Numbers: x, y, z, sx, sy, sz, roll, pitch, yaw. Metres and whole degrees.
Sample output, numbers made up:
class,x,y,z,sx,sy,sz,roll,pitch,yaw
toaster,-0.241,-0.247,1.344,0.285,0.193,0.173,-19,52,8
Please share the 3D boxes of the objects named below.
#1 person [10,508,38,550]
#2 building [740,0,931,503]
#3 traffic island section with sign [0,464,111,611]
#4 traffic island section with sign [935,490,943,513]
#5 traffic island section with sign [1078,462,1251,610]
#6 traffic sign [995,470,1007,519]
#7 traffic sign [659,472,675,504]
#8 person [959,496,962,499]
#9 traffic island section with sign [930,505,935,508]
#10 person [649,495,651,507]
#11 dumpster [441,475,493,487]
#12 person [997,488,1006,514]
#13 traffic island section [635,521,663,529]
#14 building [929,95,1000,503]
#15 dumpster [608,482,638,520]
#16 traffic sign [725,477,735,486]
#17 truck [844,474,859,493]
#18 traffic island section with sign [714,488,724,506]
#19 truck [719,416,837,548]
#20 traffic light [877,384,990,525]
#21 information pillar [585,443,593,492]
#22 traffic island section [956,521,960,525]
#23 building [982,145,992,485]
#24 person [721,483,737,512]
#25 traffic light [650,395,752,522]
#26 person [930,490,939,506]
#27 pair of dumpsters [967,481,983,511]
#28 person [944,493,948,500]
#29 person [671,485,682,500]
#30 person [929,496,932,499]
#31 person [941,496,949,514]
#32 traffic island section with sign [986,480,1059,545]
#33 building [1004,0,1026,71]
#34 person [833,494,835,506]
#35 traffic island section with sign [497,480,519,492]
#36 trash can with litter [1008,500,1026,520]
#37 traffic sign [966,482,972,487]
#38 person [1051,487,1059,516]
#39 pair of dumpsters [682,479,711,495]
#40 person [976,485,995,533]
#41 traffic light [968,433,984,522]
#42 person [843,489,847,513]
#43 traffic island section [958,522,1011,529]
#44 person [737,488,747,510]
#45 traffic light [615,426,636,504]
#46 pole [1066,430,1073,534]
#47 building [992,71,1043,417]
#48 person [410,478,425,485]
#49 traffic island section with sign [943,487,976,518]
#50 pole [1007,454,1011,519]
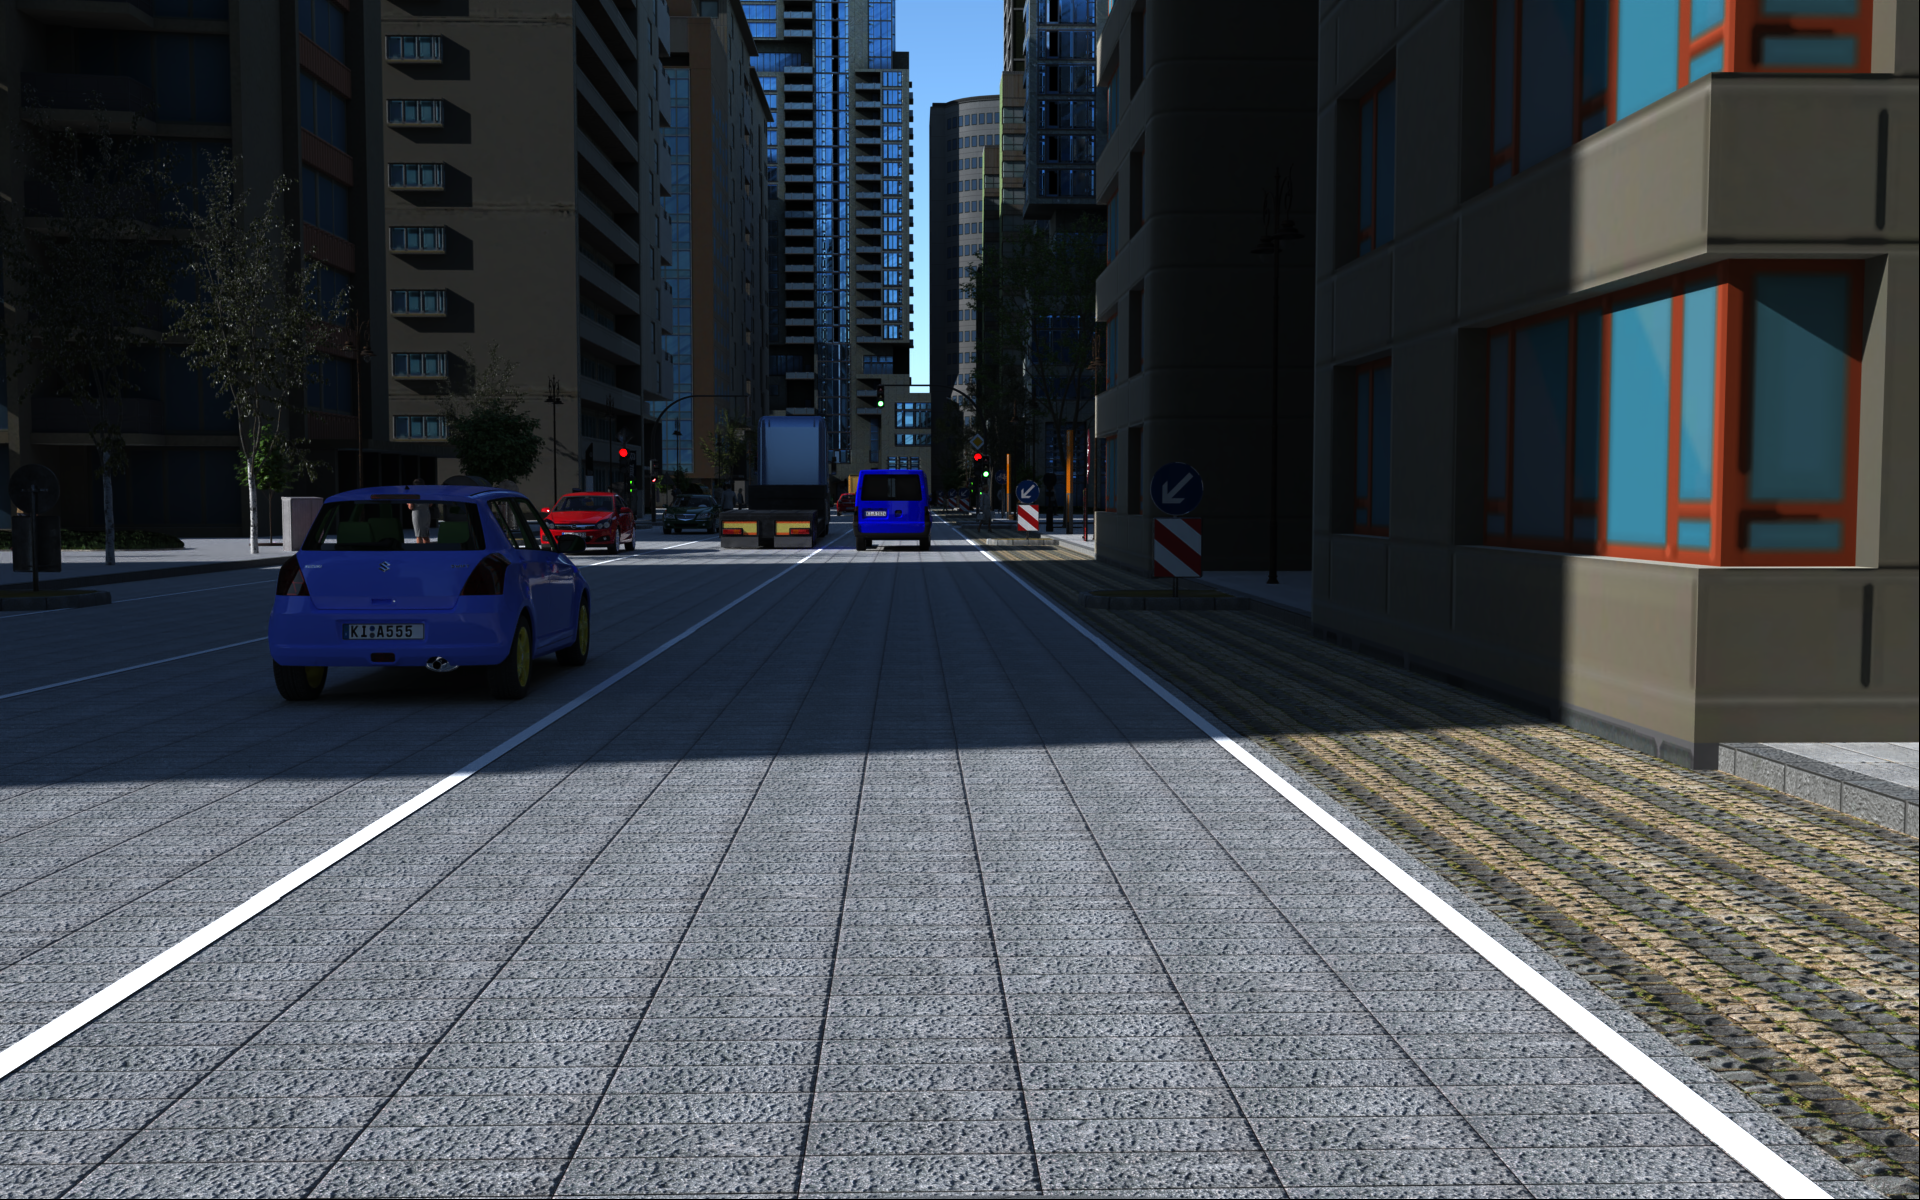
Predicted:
class,x,y,z,sx,sy,sz,roll,pitch,yaw
person,-18.915,-1.783,35.113,0.656,1.842,0.836,1,4,11
building,-19.845,-57.378,250.803,31.000,86.520,22.319,0,4,-2
traffic island section with sign,-12.068,-0.824,22.096,1.989,1.847,2.006,0,4,-2
traffic island section with sign,-0.703,-7.564,132.303,1.989,1.847,2.006,0,4,-2
traffic island section with sign,2.548,-0.827,22.146,1.989,1.847,2.006,0,4,-2
traffic sign,2.214,-5.517,90.311,0.768,2.556,0.104,0,4,-1
traffic sign,-16.676,-6.030,98.586,0.884,2.594,0.081,0,4,-1
person,0.256,-11.837,199.591,0.705,1.822,1.348,-3,5,-40
traffic island section with sign,-2.154,-10.590,181.779,1.989,1.847,2.006,0,4,-2
person,-20.809,-6.499,116.978,0.362,1.253,0.373,2,4,26
dumpster,-15.508,-2.982,54.513,1.264,1.857,1.865,0,4,-2
person,2.626,-6.466,111.607,0.795,1.843,0.661,3,5,44
traffic island section,-14.098,-3.508,79.635,2.009,0.180,2.903,0,4,-2
building,9.760,-43.433,252.123,28.212,58.520,21.231,0,4,-2
dumpster,-16.247,-4.744,83.326,1.264,1.857,1.865,0,4,-2
traffic sign,-17.793,-8.199,133.792,0.795,2.593,0.064,0,4,3
truck,-9.150,-10.178,162.329,3.469,3.379,9.791,0,4,-3
traffic island section with sign,-14.499,-5.861,104.452,1.989,1.847,2.006,0,4,-2
truck,-5.487,-3.926,53.952,2.967,4.110,18.799,0,4,-3
traffic light,-1.057,-5.939,71.769,4.771,5.953,1.251,0,4,-2
information pillar,-16.800,-5.335,78.579,0.183,3.616,0.504,1,4,23
traffic island section,0.837,-3.534,80.068,2.009,0.180,2.903,0,4,-2
building,9.592,-31.950,205.979,14.154,41.232,14.086,0,4,-2
person,-8.856,-3.557,66.500,0.661,1.843,0.795,-2,4,-27
traffic light,-11.969,-6.418,79.598,4.771,5.953,1.251,0,4,-2
person,-2.688,-10.805,185.096,1.348,1.831,0.705,-3,5,-42
pair of dumpsters,1.312,-8.079,134.592,1.574,2.255,4.437,0,4,-2
person,-1.792,-13.392,228.231,0.421,1.427,0.697,-3,4,-37
person,-16.652,-5.866,101.751,0.655,1.846,0.447,1,4,9
person,-3.734,-10.993,188.256,1.348,1.821,0.705,-1,4,-10
person,-1.041,-6.821,124.297,0.640,1.303,0.475,-3,5,-41
traffic island section with sign,1.762,-2.475,49.090,1.989,1.847,2.006,0,4,-2
building,13.243,-45.847,187.849,20.563,71.187,20.611,0,4,-2
person,-15.432,-12.235,211.802,0.557,1.426,1.065,-1,4,-14
traffic island section with sign,-12.874,-2.472,49.039,1.989,1.847,2.006,0,4,-2
trash can with litter,2.850,-4.580,86.262,1.055,1.170,0.624,2,4,31
traffic sign,0.914,-8.392,137.211,0.884,2.594,0.081,0,4,5
person,5.587,-5.931,103.194,0.592,1.802,0.473,-2,4,-30
pair of dumpsters,-17.135,-6.699,112.022,1.574,2.255,4.437,0,4,-2
person,0.941,-3.381,64.125,0.624,1.780,0.694,3,5,42
traffic light,0.797,-5.568,79.953,0.839,4.253,0.868,0,4,-2
person,-8.595,-7.430,130.004,0.581,1.822,0.654,2,4,27
traffic island section,1.072,-3.046,72.087,2.009,0.180,2.903,0,4,-2
person,-13.851,-6.158,109.363,0.728,1.800,0.709,1,4,23
traffic light,-13.823,-5.052,71.520,0.839,4.253,0.868,0,4,-2
pole,3.495,-3.750,55.149,0.158,3.312,0.155,0,3,0
building,10.818,-29.833,171.369,14.154,41.232,14.086,0,4,-2
person,-11.649,-1.759,37.615,0.716,1.782,0.532,-3,4,-37
traffic island section with sign,0.127,-5.873,104.657,1.989,1.847,2.006,0,4,-2
pole,2.484,-5.756,87.955,0.158,3.312,0.155,0,3,0
